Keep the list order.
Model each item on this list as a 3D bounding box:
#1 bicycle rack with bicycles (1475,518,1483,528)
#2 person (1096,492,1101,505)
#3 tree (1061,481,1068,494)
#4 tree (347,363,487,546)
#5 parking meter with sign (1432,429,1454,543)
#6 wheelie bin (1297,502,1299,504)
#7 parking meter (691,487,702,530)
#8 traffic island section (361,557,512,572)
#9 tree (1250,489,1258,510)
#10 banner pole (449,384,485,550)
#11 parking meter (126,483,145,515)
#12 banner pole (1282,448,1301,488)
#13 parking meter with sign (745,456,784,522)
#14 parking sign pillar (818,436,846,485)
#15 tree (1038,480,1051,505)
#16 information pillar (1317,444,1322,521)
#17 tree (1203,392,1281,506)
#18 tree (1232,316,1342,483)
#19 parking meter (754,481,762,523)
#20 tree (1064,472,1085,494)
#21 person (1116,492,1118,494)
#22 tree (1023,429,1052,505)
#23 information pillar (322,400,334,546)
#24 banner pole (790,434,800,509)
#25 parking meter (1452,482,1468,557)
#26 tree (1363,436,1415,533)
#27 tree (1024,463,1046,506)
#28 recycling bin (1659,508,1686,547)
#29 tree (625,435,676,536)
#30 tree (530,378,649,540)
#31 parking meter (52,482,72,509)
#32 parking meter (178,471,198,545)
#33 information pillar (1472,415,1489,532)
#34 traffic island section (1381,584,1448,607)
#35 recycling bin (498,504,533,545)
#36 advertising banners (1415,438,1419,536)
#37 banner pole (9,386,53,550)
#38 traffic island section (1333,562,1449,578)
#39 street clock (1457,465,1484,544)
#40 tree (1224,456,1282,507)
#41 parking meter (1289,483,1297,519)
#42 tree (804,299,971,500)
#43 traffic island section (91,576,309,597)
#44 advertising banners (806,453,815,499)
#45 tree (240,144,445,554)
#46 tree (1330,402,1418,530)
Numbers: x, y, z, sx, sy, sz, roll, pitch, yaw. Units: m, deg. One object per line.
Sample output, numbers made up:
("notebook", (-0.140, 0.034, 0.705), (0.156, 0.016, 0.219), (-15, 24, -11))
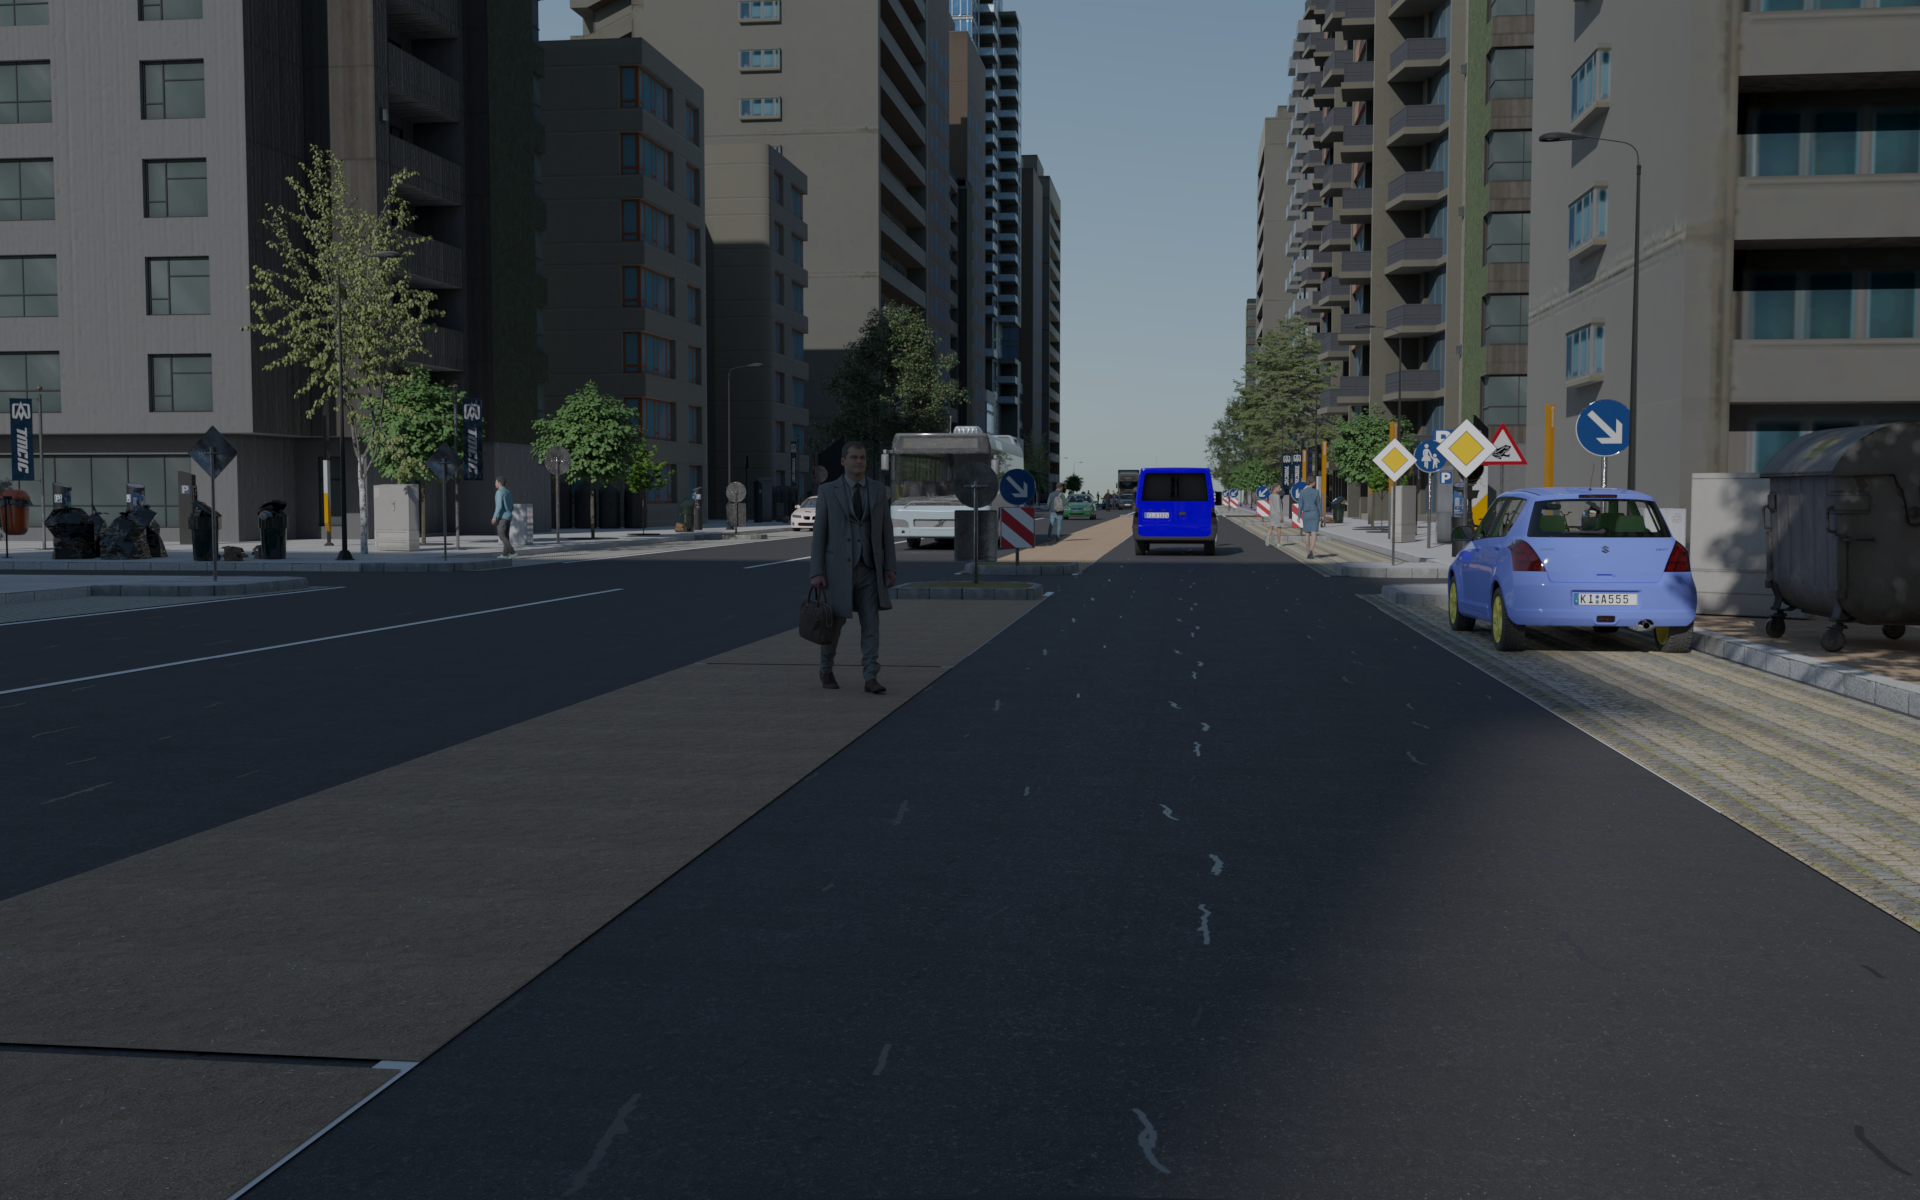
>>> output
("bicycle rack with bicycles", (12.193, -1.450, 37.091), (2.925, 0.926, 2.852), (-1, 4, -10))
("person", (18.235, -13.375, 227.703), (0.721, 1.766, 1.217), (2, 4, 33))
("tree", (14.181, -14.899, 238.194), (1.663, 3.219, 1.824), (0, 3, 0))
("tree", (-13.599, -3.657, 43.505), (4.285, 4.588, 4.351), (0, 3, 0))
("parking meter with sign", (12.863, -3.044, 46.027), (0.543, 3.016, 1.738), (1, 4, 12))
("wheelie bin", (17.438, -4.887, 87.805), (0.693, 1.594, 0.980), (1, 4, 23))
("parking meter", (-9.337, -3.246, 61.489), (0.372, 1.533, 0.369), (0, 3, 0))
("traffic island section", (-9.945, -0.681, 33.411), (2.009, 0.180, 2.903), (0, 4, 7))
("tree", (24.079, -8.932, 140.632), (1.663, 3.219, 1.824), (0, 3, 0))
("banner pole", (-11.314, -3.039, 39.698), (0.863, 3.779, 0.401), (-3, 4, -36))
("parking meter", (-18.252, -1.833, 38.385), (0.372, 1.533, 0.369), (0, 3, 0))
("banner pole", (17.935, -6.377, 94.283), (0.863, 3.779, 0.401), (0, 4, -6))
("parking meter with sign", (-8.989, -5.100, 79.649), (1.738, 3.016, 0.543), (-1, 4, -15))
("parking sign pillar", (-5.909, -5.611, 80.218), (1.447, 3.967, 1.447), (1, 4, 13))
("tree", (9.902, -13.109, 208.939), (1.663, 3.219, 1.824), (0, 3, 0))
("information pillar", (16.875, -5.497, 81.231), (0.183, 3.616, 0.504), (3, 5, 42))
("tree", (31.947, -16.939, 193.958), (9.611, 12.733, 9.660), (0, 3, 0))
("tree", (20.922, -11.790, 110.898), (7.486, 12.596, 7.792), (0, 3, 0))
("parking meter", (-9.029, -4.389, 77.473), (0.255, 1.863, 0.399), (1, 4, 23))
("tree", (16.805, -16.600, 255.127), (4.285, 4.588, 4.351), (0, 3, 0))
("person", (20.971, -13.519, 230.050), (0.721, 1.766, 1.217), (0, 4, 0))
("tree", (8.658, -14.994, 195.507), (4.737, 8.622, 4.395), (0, 3, 0))
("information pillar", (-15.642, -3.146, 42.795), (0.183, 3.616, 0.504), (-1, 4, -12))
("banner pole", (-6.843, -5.023, 72.149), (0.401, 3.779, 0.863), (2, 4, 25))
("parking meter", (10.212, -1.642, 35.252), (0.372, 1.533, 0.369), (0, 3, 0))
("tree", (13.957, -3.836, 57.328), (1.663, 3.219, 1.824), (0, 3, 0))
("tree", (7.291, -11.995, 179.825), (4.285, 4.588, 4.351), (0, 3, 0))
("recycling bin", (12.280, -1.094, 30.448), (0.722, 1.027, 0.722), (0, 4, 4))
("tree", (-9.941, -3.625, 53.877), (1.663, 3.219, 1.824), (0, 3, 0))
("tree", (-10.361, -4.002, 49.148), (4.285, 4.588, 4.351), (0, 3, 0))
("parking meter", (-19.398, -1.777, 37.458), (0.372, 1.533, 0.369), (0, 3, 0))
("parking meter", (-19.560, -2.335, 43.894), (0.399, 1.863, 0.255), (0, 4, -1))
("information pillar", (15.335, -3.655, 51.112), (0.504, 3.616, 0.183), (-1, 4, -16))
("traffic island section", (6.758, -0.055, 23.175), (2.009, 0.180, 2.903), (0, 4, 7))
("recycling bin", (-11.205, -1.904, 43.679), (0.722, 1.027, 0.722), (0, 4, 0))
("advertising banners", (14.237, -3.535, 53.988), (0.090, 3.025, 2.074), (1, 4, 18))
("banner pole", (-21.421, -3.053, 39.927), (0.863, 3.779, 0.401), (-3, 4, -39))
("traffic island section", (7.794, -0.539, 31.093), (2.009, 0.180, 2.903), (0, 4, 7))
("street clock", (9.663, -1.728, 32.825), (0.471, 2.002, 0.358), (1, 4, 10))
("tree", (23.782, -9.323, 136.146), (4.285, 4.588, 4.351), (0, 3, 0))
("parking meter", (19.381, -5.809, 100.694), (0.399, 1.863, 0.255), (3, 5, 40))
("tree", (-3.947, -11.305, 101.848), (9.611, 12.733, 9.660), (0, 3, 0))
("traffic island section", (-10.982, -0.196, 25.493), (2.009, 0.180, 2.903), (0, 4, 7))
("advertising banners", (-6.439, -4.800, 74.669), (0.090, 3.025, 2.074), (-1, 4, -14))
("tree", (-12.773, -5.274, 36.588), (4.737, 8.622, 4.395), (0, 3, 0))
("tree", (14.735, -4.781, 61.889), (4.285, 4.588, 4.351), (0, 3, 0))
